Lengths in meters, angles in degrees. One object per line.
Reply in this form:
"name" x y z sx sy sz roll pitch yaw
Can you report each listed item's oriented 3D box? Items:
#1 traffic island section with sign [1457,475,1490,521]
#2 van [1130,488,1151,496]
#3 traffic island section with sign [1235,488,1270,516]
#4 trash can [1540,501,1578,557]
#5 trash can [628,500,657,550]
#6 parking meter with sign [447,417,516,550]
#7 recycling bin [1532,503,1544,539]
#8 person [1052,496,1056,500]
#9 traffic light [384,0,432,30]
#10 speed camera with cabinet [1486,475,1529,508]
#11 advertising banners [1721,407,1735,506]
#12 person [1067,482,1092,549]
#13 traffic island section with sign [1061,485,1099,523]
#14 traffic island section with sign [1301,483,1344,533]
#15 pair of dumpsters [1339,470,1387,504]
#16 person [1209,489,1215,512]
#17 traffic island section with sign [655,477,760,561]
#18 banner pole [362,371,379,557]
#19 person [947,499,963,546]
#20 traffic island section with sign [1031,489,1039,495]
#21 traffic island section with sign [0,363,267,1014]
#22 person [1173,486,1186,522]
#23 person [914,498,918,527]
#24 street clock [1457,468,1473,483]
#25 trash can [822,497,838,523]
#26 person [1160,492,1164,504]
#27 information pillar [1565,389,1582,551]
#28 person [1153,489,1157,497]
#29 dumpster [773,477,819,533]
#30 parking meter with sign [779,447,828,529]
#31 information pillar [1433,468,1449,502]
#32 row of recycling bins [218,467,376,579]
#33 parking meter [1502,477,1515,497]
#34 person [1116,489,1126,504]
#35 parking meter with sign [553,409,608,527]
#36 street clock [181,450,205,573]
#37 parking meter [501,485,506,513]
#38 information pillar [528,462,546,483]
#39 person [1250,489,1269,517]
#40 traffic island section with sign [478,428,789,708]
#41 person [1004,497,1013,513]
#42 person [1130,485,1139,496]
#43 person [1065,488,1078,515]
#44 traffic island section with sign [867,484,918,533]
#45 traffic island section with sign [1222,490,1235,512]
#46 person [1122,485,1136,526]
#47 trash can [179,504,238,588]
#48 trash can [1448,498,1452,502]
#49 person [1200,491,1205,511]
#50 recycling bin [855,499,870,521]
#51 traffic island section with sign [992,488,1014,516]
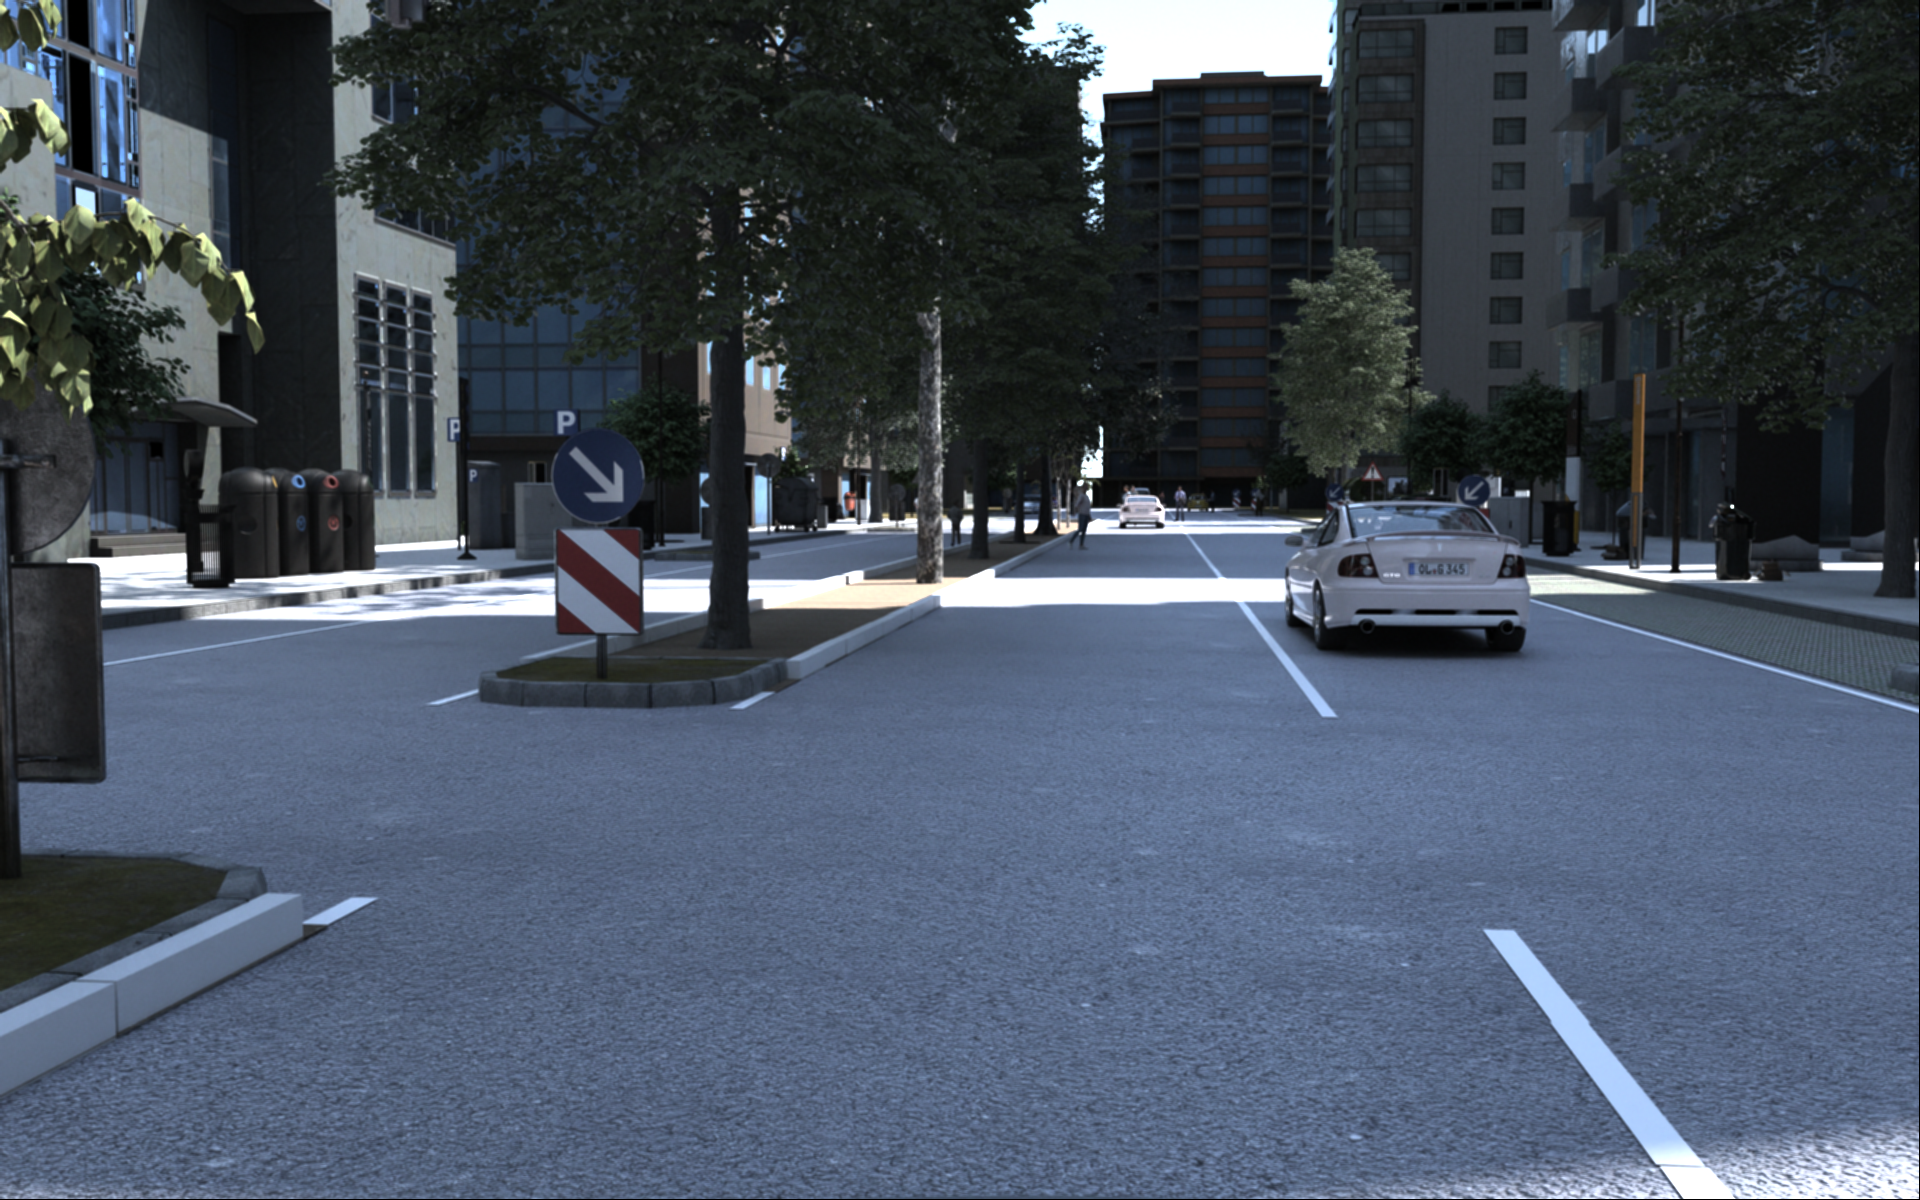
"traffic island section with sign" 10.520 -1.693 36.312 1.989 1.847 2.006 0 4 6
"van" 12.360 -6.853 119.061 2.013 2.044 4.112 0 4 6
"traffic island section with sign" 19.176 -6.391 113.113 1.989 1.847 2.006 0 4 6
"trash can" 12.349 -1.473 35.739 0.748 1.137 0.748 0 3 0
"trash can" -7.311 -1.717 39.719 0.748 1.137 0.748 0 3 0
"parking meter with sign" -11.010 -2.686 40.176 0.543 3.016 1.738 2 4 31
"recycling bin" 16.214 -2.258 49.478 0.722 1.027 0.722 -3 5 -43
"person" 8.210 -9.096 157.935 1.217 1.735 0.721 3 4 38
"traffic light" -6.425 -2.360 13.253 4.771 5.953 1.251 0 4 6
"speed camera with cabinet" 26.584 -5.483 83.983 2.038 3.252 0.660 2 4 34
"advertising banners" 15.807 -2.410 35.595 0.090 3.025 2.074 2 4 33
"person" 3.051 -2.176 44.754 0.598 1.740 0.731 1 4 21
"traffic island section with sign" 5.992 -4.837 87.224 2.006 1.907 1.989 0 4 6
"traffic island section with sign" 13.607 -3.372 63.759 1.989 1.847 2.006 0 4 6
"pair of dumpsters" 16.556 -4.208 71.289 1.574 2.255 4.437 0 4 6
"person" 19.727 -7.765 135.440 0.705 1.826 1.348 1 4 17
"traffic island section with sign" -5.470 -1.797 38.003 1.989 1.847 2.006 0 4 6
"banner pole" -11.988 -2.759 35.124 0.401 3.779 0.863 -2 4 -27
"person" -0.130 -2.115 47.345 0.475 1.303 0.640 1 4 10
"traffic island section with sign" 6.199 -8.124 141.461 1.989 1.847 2.006 0 4 6
"traffic island section with sign" -3.255 0.180 5.196 2.006 1.907 1.989 0 4 6
"person" 11.351 -4.984 89.853 0.709 1.838 0.599 2 4 30
"person" -1.748 -3.977 76.126 0.523 1.515 0.503 2 4 28
"street clock" 14.011 -2.662 48.095 0.471 2.002 0.358 -3 4 -38
"trash can" -5.865 -4.068 78.172 0.748 1.137 0.748 0 3 0
"person" 19.037 -9.374 163.242 0.415 1.643 0.593 1 4 22
"information pillar" 13.780 -2.909 38.915 0.183 3.616 0.504 -1 4 -10
"person" 14.890 -7.583 132.508 0.705 1.821 1.348 1 4 22
"dumpster" -5.522 -3.206 58.183 1.264 1.857 1.865 0 4 6
"parking meter with sign" -5.779 -4.156 64.210 1.738 3.016 0.543 1 4 11
"information pillar" 13.607 -2.725 49.042 0.304 2.012 0.304 -3 5 -40
"row of recycling bins" -10.609 -1.262 27.748 1.069 1.692 3.534 1 4 13
"parking meter" 19.017 -3.326 60.097 0.255 1.863 0.399 -3 4 -38
"person" 12.735 -7.728 134.849 1.348 1.824 0.705 3 5 43
"parking meter with sign" -7.931 -2.460 36.490 0.543 3.016 1.738 1 4 11
"street clock" -12.498 -1.448 28.249 0.358 2.002 0.471 -3 4 -38
"parking meter" -12.813 -2.432 48.181 0.372 1.533 0.369 0 3 0
"information pillar" -9.565 -2.126 39.250 0.304 2.012 0.304 -3 5 -40
"person" 19.098 -6.197 110.557 1.217 1.736 0.721 1 4 9
"traffic island section with sign" -2.415 -0.270 12.555 2.006 1.907 1.989 0 4 6
"person" 3.303 -6.669 118.228 0.721 1.739 1.217 2 4 31
"person" 8.310 -4.528 82.334 0.655 1.846 0.447 -1 4 -21
"person" 7.698 -6.769 119.187 1.348 1.822 0.705 -3 5 -39
"traffic island section with sign" -2.381 -3.470 65.357 1.989 1.847 2.006 0 4 6
"traffic island section with sign" 22.193 -8.029 139.899 1.989 1.847 2.006 0 4 6
"person" 7.362 -4.134 76.192 0.778 1.811 0.616 0 4 0
"trash can" -10.276 -0.739 23.731 0.748 1.137 0.748 0 3 0
"trash can" 17.656 -3.171 63.493 0.748 1.137 0.748 0 3 0
"person" 20.482 -8.373 146.312 0.530 1.710 0.541 1 4 17
"recycling bin" -4.572 -4.342 83.551 0.722 1.027 0.722 2 4 33
"traffic island section with sign" 3.169 -6.486 114.676 1.989 1.847 2.006 0 4 6
